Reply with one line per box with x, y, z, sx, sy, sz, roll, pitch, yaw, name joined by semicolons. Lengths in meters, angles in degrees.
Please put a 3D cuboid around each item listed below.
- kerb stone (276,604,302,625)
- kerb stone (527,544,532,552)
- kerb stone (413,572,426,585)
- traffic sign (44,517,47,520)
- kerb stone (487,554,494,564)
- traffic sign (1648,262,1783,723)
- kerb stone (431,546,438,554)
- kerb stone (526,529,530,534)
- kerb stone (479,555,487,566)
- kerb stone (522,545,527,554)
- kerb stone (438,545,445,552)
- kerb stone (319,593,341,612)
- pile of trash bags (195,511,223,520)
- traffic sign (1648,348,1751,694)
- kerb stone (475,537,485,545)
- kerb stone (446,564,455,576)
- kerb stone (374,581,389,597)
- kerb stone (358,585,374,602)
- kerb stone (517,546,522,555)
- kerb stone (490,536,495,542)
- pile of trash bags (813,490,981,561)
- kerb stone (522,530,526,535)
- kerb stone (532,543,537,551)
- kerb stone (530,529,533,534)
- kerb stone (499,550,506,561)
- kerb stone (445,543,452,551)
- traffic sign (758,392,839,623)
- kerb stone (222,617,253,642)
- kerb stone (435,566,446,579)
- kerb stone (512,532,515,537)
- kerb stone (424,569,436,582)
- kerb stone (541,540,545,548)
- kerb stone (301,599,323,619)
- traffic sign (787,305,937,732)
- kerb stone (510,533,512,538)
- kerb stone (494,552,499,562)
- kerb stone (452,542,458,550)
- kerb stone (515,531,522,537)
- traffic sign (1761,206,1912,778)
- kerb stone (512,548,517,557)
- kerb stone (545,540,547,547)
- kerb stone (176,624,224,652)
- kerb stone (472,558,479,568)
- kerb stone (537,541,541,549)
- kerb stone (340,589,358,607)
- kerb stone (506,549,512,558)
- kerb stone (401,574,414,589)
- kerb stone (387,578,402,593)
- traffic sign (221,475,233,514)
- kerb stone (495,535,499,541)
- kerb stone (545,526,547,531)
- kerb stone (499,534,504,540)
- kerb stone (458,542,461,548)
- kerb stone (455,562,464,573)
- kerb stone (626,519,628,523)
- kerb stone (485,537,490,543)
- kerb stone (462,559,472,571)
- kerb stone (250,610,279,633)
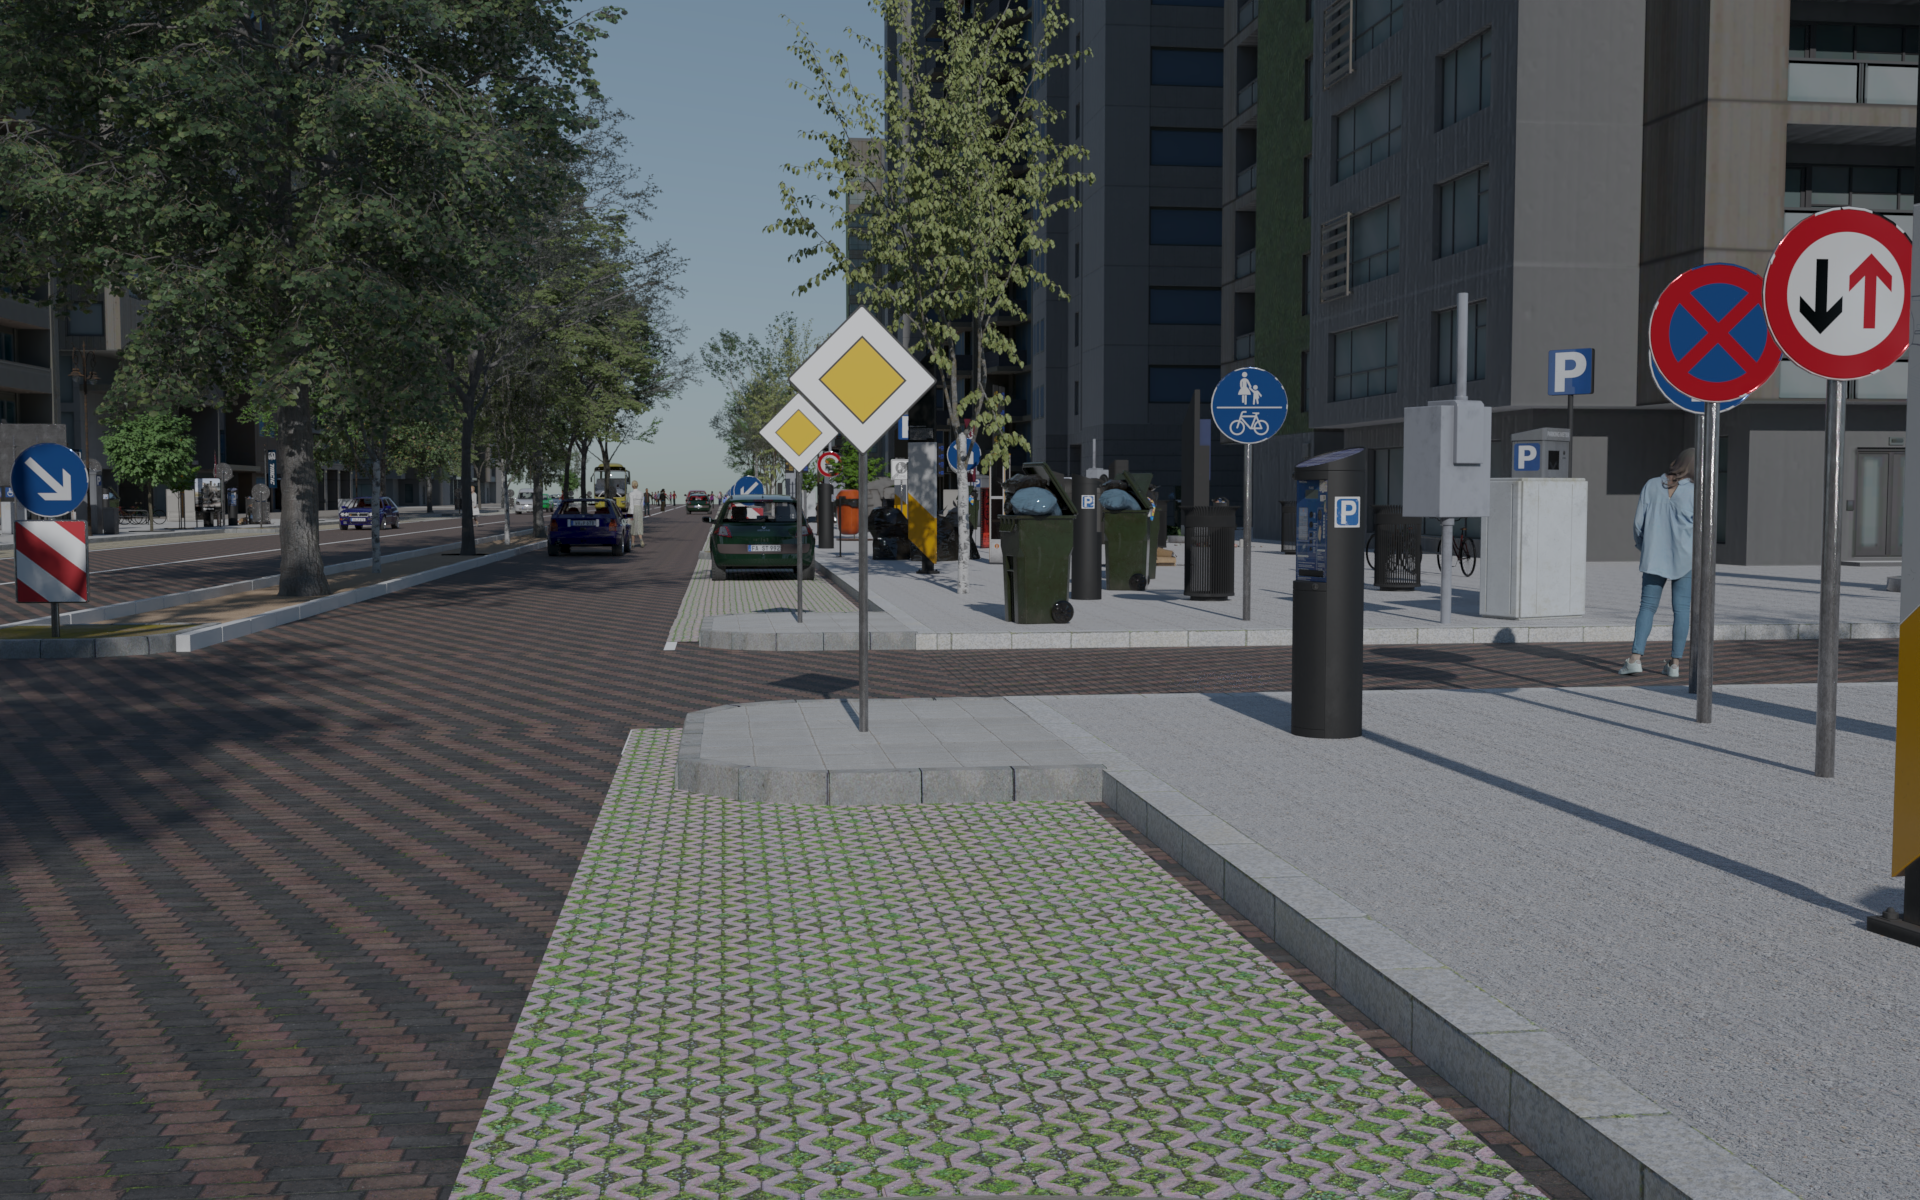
-7.545;0.178;19.286;0.120;0.150;1.000;0;4;-8;kerb stone
-10.721;-1.252;42.659;0.120;0.150;1.000;0;4;-8;kerb stone
-8.649;-0.319;27.421;0.120;0.150;1.000;0;4;-8;kerb stone
-27.477;-3.174;51.999;0.768;2.556;0.104;0;4;-1;traffic sign
-9.753;-0.811;35.544;0.120;0.150;1.000;0;4;-8;kerb stone
4.176;-0.583;9.644;0.768;2.556;0.104;0;4;0;traffic sign
-12.658;-1.170;41.348;0.120;0.150;1.000;0;4;-8;kerb stone
-15.279;-2.352;60.651;0.120;0.150;1.000;0;4;-8;kerb stone
-9.609;-0.754;34.531;0.120;0.150;1.000;0;4;-8;kerb stone
-10.579;-1.189;41.639;0.120;0.150;1.000;0;4;-8;kerb stone
-12.804;-1.233;42.360;0.120;0.150;1.000;0;4;-8;kerb stone
-7.819;0.055;21.320;0.120;0.150;1.000;0;4;-8;kerb stone
-38.611;-4.722;86.955;3.447;1.369;1.912;2;4;30;pile of trash bags
4.735;-0.671;11.076;0.768;2.556;0.104;0;4;-3;traffic sign
-13.760;-1.669;49.477;0.120;0.150;1.000;0;4;-8;kerb stone
-9.065;-0.506;30.474;0.120;0.150;1.000;0;4;-8;kerb stone
-8.233;-0.128;24.374;0.120;0.150;1.000;0;4;-8;kerb stone
-8.096;-0.071;23.361;0.120;0.150;1.000;0;4;-8;kerb stone
-10.447;-1.120;40.622;0.120;0.150;1.000;0;4;-8;kerb stone
-14.044;-1.793;51.514;0.120;0.150;1.000;0;4;-8;kerb stone
-1.212;-1.510;34.442;3.447;1.369;1.912;3;5;40;pile of trash bags
-15.144;-2.285;59.638;0.120;0.150;1.000;0;4;-8;kerb stone
-10.859;-1.314;43.672;0.120;0.150;1.000;0;4;-8;kerb stone
-15.422;-2.414;61.662;0.120;0.150;1.000;0;4;-8;kerb stone
-10.022;-0.941;37.574;0.120;0.150;1.000;0;4;-8;kerb stone
-12.934;-1.293;43.373;0.120;0.150;1.000;0;4;-8;kerb stone
-1.598;-0.829;17.204;0.795;2.450;0.064;0;4;-8;traffic sign
-7.267;0.304;17.257;0.120;0.150;1.000;0;4;-8;kerb stone
-8.924;-0.444;29.456;0.120;0.150;1.000;0;4;-8;kerb stone
-14.736;-2.104;56.588;0.120;0.150;1.000;0;4;-8;kerb stone
-8.788;-0.382;28.440;0.120;0.150;1.000;0;4;-8;kerb stone
-11.132;-1.436;45.705;0.120;0.150;1.000;0;4;-8;kerb stone
-7.677;0.120;20.300;0.120;0.150;1.000;0;4;-8;kerb stone
-0.523;-0.346;9.292;0.795;2.450;0.064;0;4;-8;traffic sign
-14.591;-2.041;55.570;0.120;0.150;1.000;0;4;-8;kerb stone
-9.903;-0.879;36.559;0.120;0.150;1.000;0;4;-8;kerb stone
-13.074;-1.350;44.395;0.120;0.150;1.000;0;4;-8;kerb stone
-15.014;-2.228;58.620;0.120;0.150;1.000;0;4;-8;kerb stone
3.927;-0.470;7.789;0.768;2.556;0.104;0;4;-5;traffic sign
-10.310;-1.065;39.602;0.120;0.150;1.000;0;4;-8;kerb stone
-11.271;-1.500;46.723;0.120;0.150;1.000;0;4;-8;kerb stone
-7.132;0.364;16.244;0.120;0.150;1.000;0;4;-8;kerb stone
-9.482;-0.692;33.517;0.120;0.150;1.000;0;4;-8;kerb stone
-11.000;-1.374;44.692;0.120;0.150;1.000;0;4;-8;kerb stone
-7.960;-0.008;22.333;0.120;0.150;1.000;0;4;-8;kerb stone
-10.163;-1.003;38.591;0.120;0.150;1.000;0;4;-8;kerb stone
-8.507;-0.257;26.400;0.120;0.150;1.000;0;4;-8;kerb stone
-8.366;-0.195;25.387;0.120;0.150;1.000;0;4;-8;kerb stone
-30.540;-4.323;71.864;0.795;2.450;0.064;0;4;-5;traffic sign
-14.180;-1.855;52.527;0.120;0.150;1.000;0;4;-8;kerb stone
-16.529;-2.904;69.793;0.120;0.150;1.000;0;4;-8;kerb stone
-14.314;-1.914;53.540;0.120;0.150;1.000;0;4;-8;kerb stone
-13.206;-1.420;45.408;0.120;0.150;1.000;0;4;-8;kerb stone
-9.203;-0.562;31.492;0.120;0.150;1.000;0;4;-8;kerb stone
-17.066;-4.109;89.376;0.120;0.150;1.000;0;4;-8;kerb stone
-13.898;-1.731;50.489;0.120;0.150;1.000;0;4;-8;kerb stone
-9.344;-0.631;32.504;0.120;0.150;1.000;0;4;-8;kerb stone
-7.406;0.243;18.274;0.120;0.150;1.000;0;4;-8;kerb stone
